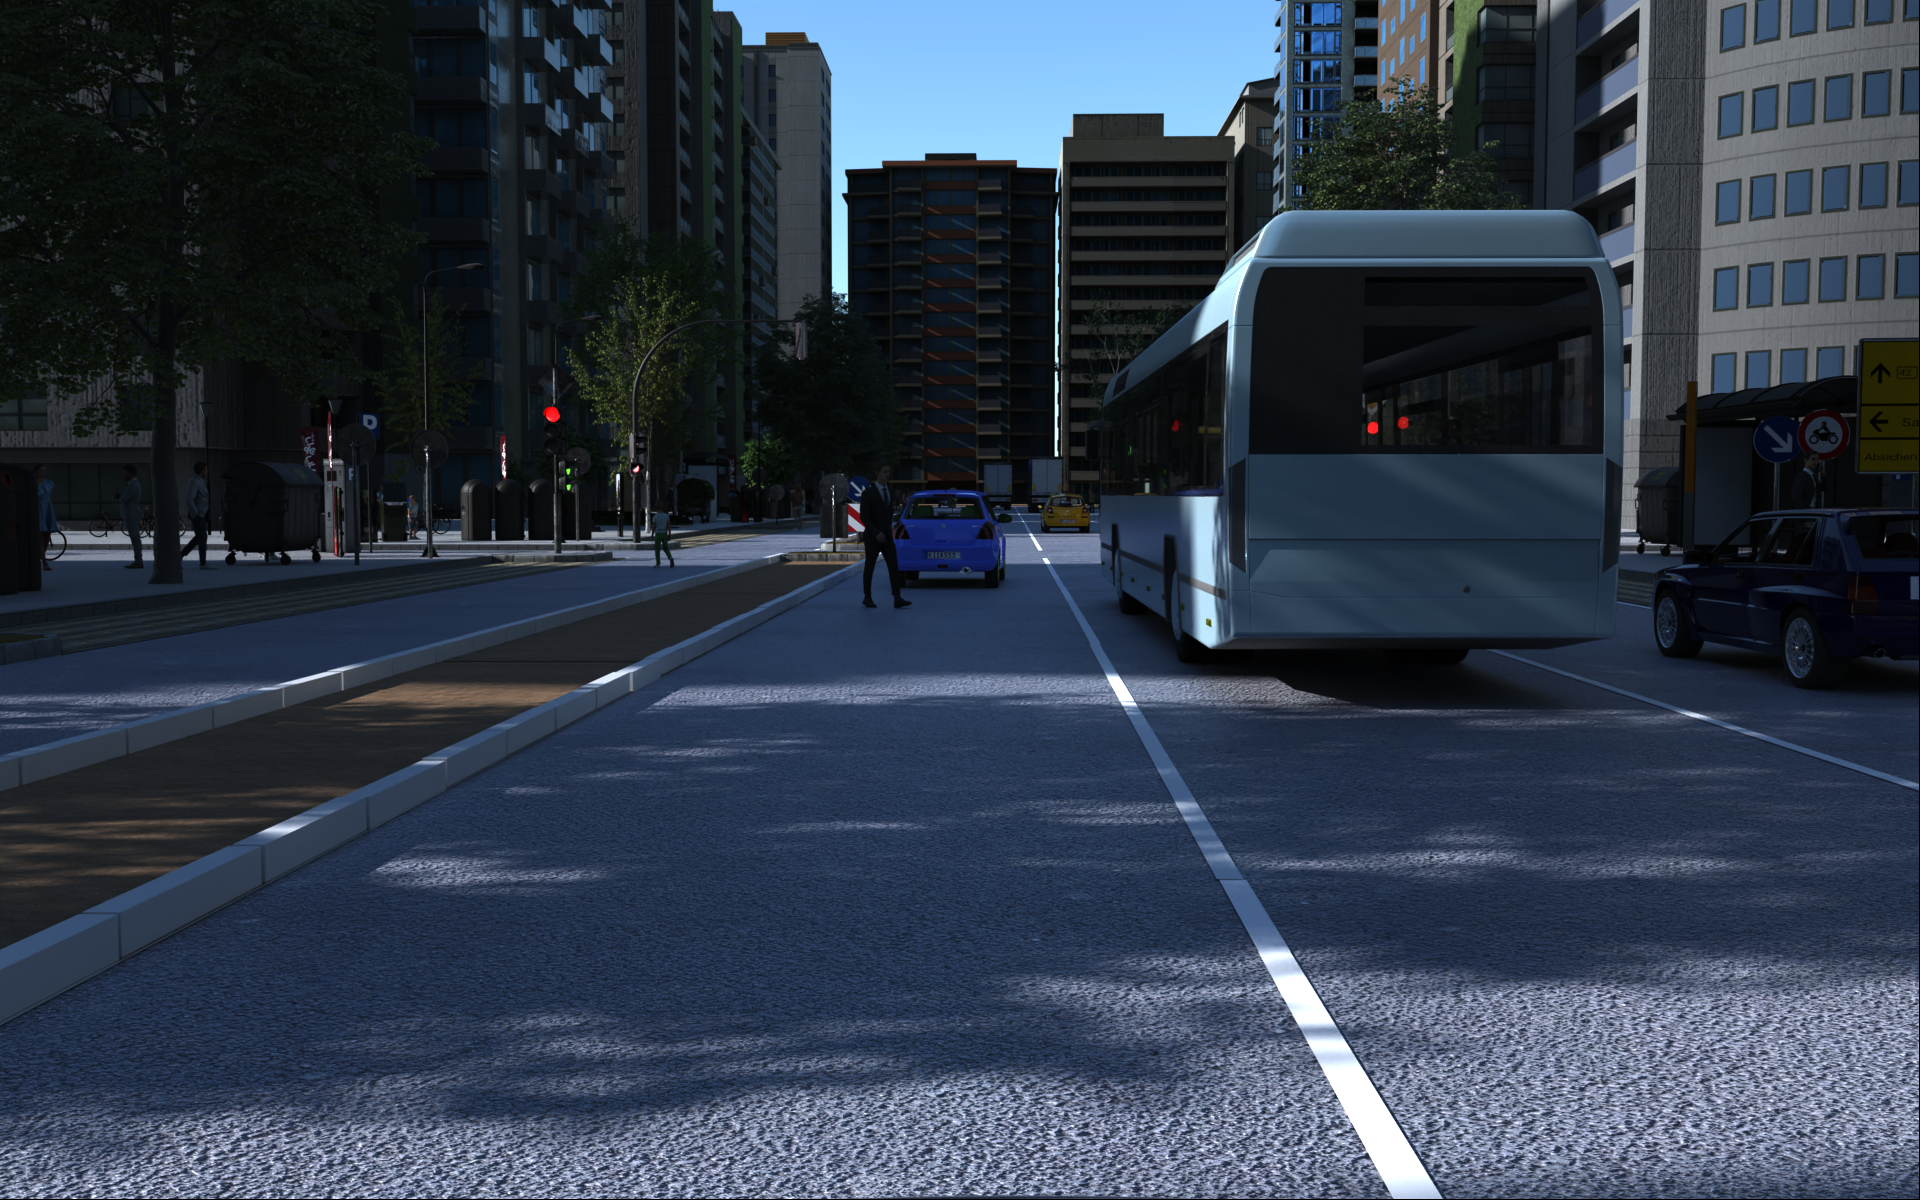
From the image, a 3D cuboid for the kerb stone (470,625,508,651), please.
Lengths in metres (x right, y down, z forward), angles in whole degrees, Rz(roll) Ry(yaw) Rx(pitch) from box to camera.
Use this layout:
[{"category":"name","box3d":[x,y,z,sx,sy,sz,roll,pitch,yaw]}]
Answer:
[{"category":"kerb stone","box3d":[-4.440,0.370,16.141,0.120,0.150,1.000,0,4,2]}]

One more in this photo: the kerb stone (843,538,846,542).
[{"category":"kerb stone","box3d":[-3.495,-1.728,50.444,0.120,0.150,1.000,0,4,2]}]

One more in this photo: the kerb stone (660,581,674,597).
[{"category":"kerb stone","box3d":[-4.210,-0.130,24.336,0.120,0.150,1.000,0,4,2]}]

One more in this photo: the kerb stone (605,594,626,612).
[{"category":"kerb stone","box3d":[-4.298,0.057,21.267,0.120,0.150,1.000,0,4,2]}]

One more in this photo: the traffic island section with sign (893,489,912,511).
[{"category":"traffic island section with sign","box3d":[-5.369,-8.506,147.693,1.989,1.847,2.006,0,4,2]}]

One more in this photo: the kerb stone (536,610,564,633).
[{"category":"kerb stone","box3d":[-4.380,0.245,18.195,0.120,0.150,1.000,0,4,2]}]

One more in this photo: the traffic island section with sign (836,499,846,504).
[{"category":"traffic island section with sign","box3d":[-6.719,-5.483,98.275,1.989,1.847,2.006,0,4,2]}]

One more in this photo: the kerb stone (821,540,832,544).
[{"category":"kerb stone","box3d":[-3.611,-1.478,46.355,0.120,0.150,1.000,0,4,2]}]

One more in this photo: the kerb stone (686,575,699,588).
[{"category":"kerb stone","box3d":[-4.161,-0.256,26.385,0.120,0.150,1.000,0,4,2]}]

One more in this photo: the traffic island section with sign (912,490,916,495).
[{"category":"traffic island section with sign","box3d":[-4.619,-10.186,175.172,1.989,1.847,2.006,0,4,2]}]

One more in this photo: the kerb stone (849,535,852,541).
[{"category":"kerb stone","box3d":[-3.444,-1.849,52.488,0.120,0.150,1.000,0,4,2]}]

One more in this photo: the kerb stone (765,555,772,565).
[{"category":"kerb stone","box3d":[-3.936,-0.757,34.597,0.120,0.150,1.000,0,4,2]}]

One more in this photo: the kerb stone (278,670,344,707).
[{"category":"kerb stone","box3d":[-4.547,0.627,12.033,0.120,0.150,1.000,0,4,2]}]

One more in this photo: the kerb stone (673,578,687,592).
[{"category":"kerb stone","box3d":[-4.183,-0.194,25.362,0.120,0.150,1.000,0,4,2]}]

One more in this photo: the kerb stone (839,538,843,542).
[{"category":"kerb stone","box3d":[-3.531,-1.663,49.422,0.120,0.150,1.000,0,4,2]}]

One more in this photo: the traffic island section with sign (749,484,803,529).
[{"category":"traffic island section with sign","box3d":[-7.474,-3.795,70.672,1.989,1.847,2.006,0,4,2]}]

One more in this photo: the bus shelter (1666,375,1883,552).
[{"category":"bus shelter","box3d":[15.216,-2.350,32.343,2.014,3.302,5.546,0,4,2]}]

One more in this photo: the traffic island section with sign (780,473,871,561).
[{"category":"traffic island section with sign","box3d":[-2.794,-1.798,37.538,2.006,1.907,1.989,0,4,2]}]

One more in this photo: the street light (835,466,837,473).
[{"category":"street light","box3d":[-7.957,-8.935,118.631,1.470,5.913,1.316,0,4,2]}]

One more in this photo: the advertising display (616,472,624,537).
[{"category":"advertising display","box3d":[-10.229,-2.869,52.115,0.123,1.923,0.974,-1,4,-18]}]

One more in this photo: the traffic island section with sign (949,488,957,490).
[{"category":"traffic island section with sign","box3d":[-0.535,-6.845,120.053,2.006,1.907,1.989,0,4,2]}]

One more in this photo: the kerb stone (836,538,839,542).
[{"category":"kerb stone","box3d":[-3.551,-1.603,48.400,0.120,0.150,1.000,0,4,2]}]

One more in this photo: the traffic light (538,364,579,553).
[{"category":"traffic light","box3d":[-8.675,-2.961,37.330,0.839,4.253,0.868,0,4,2]}]

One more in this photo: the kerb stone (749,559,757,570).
[{"category":"kerb stone","box3d":[-3.987,-0.630,32.550,0.120,0.150,1.000,0,4,2]}]

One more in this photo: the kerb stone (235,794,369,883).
[{"category":"kerb stone","box3d":[-2.589,0.939,6.842,0.120,0.150,1.000,0,4,2]}]

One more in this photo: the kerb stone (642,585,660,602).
[{"category":"kerb stone","box3d":[-4.239,-0.068,23.315,0.120,0.150,1.000,0,4,2]}]

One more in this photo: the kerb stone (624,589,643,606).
[{"category":"kerb stone","box3d":[-4.275,-0.006,22.289,0.120,0.150,1.000,0,4,2]}]

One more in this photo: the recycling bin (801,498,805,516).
[{"category":"recycling bin","box3d":[-9.771,-5.580,103.784,0.722,1.027,0.722,2,4,26]}]

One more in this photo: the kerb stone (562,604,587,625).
[{"category":"kerb stone","box3d":[-4.353,0.182,19.217,0.120,0.150,1.000,0,4,2]}]

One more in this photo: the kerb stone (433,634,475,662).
[{"category":"kerb stone","box3d":[-4.465,0.435,15.115,0.120,0.150,1.000,0,4,2]}]

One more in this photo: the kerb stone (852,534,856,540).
[{"category":"kerb stone","box3d":[-3.406,-1.915,53.509,0.120,0.150,1.000,0,4,2]}]

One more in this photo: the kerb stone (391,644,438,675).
[{"category":"kerb stone","box3d":[-4.493,0.498,14.091,0.120,0.150,1.000,0,4,2]}]

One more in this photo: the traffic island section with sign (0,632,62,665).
[{"category":"traffic island section with sign","box3d":[-9.003,-0.387,14.949,1.989,1.847,2.006,0,4,2]}]

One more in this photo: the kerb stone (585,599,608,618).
[{"category":"kerb stone","box3d":[-4.323,0.123,20.238,0.120,0.150,1.000,0,4,2]}]

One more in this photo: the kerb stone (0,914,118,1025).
[{"category":"kerb stone","box3d":[-2.643,1.064,4.792,0.120,0.150,1.000,0,4,2]}]

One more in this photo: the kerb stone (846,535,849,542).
[{"category":"kerb stone","box3d":[-3.468,-1.790,51.466,0.120,0.150,1.000,0,4,2]}]

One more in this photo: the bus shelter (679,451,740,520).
[{"category":"bus shelter","box3d":[-12.051,-5.497,83.805,2.014,3.302,5.546,0,4,2]}]

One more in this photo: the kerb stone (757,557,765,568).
[{"category":"kerb stone","box3d":[-3.957,-0.696,33.571,0.120,0.150,1.000,0,4,2]}]

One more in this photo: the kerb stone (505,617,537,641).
[{"category":"kerb stone","box3d":[-4.412,0.307,17.171,0.120,0.150,1.000,0,4,2]}]

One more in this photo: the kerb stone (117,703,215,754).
[{"category":"kerb stone","box3d":[-4.599,0.747,9.986,0.120,0.150,1.000,0,4,2]}]

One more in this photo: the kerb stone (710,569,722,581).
[{"category":"kerb stone","box3d":[-4.100,-0.383,28.457,0.120,0.150,1.000,0,4,2]}]

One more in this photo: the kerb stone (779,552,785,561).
[{"category":"kerb stone","box3d":[-3.876,-0.882,36.640,0.120,0.150,1.000,0,4,2]}]

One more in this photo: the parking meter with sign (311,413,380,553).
[{"category":"parking meter with sign","box3d":[-13.494,-2.543,37.837,1.738,3.016,0.543,2,4,28]}]

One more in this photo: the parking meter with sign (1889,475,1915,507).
[{"category":"parking meter with sign","box3d":[18.830,-2.348,34.655,0.543,3.016,1.738,2,4,31]}]

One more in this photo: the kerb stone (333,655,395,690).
[{"category":"kerb stone","box3d":[-4.515,0.559,13.054,0.120,0.150,1.000,0,4,2]}]

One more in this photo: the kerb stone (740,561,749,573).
[{"category":"kerb stone","box3d":[-4.015,-0.570,31.522,0.120,0.150,1.000,0,4,2]}]

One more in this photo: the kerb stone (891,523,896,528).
[{"category":"kerb stone","box3d":[-2.828,-3.231,75.029,0.120,0.150,1.000,0,4,2]}]

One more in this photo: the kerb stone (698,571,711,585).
[{"category":"kerb stone","box3d":[-4.122,-0.318,27.429,0.120,0.150,1.000,0,4,2]}]

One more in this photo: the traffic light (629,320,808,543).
[{"category":"traffic light","box3d":[-6.363,-4.319,45.290,4.771,5.953,1.251,0,4,2]}]

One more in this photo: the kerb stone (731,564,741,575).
[{"category":"kerb stone","box3d":[-4.046,-0.507,30.501,0.120,0.150,1.000,0,4,2]}]

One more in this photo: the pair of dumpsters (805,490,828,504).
[{"category":"pair of dumpsters","box3d":[-9.681,-7.020,117.275,1.574,2.255,4.437,0,4,1]}]

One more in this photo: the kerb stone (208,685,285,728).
[{"category":"kerb stone","box3d":[-4.573,0.689,11.008,0.120,0.150,1.000,0,4,2]}]

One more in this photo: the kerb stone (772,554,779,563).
[{"category":"kerb stone","box3d":[-3.899,-0.821,35.618,0.120,0.150,1.000,0,4,2]}]

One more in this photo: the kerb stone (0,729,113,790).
[{"category":"kerb stone","box3d":[-4.629,0.809,8.965,0.120,0.150,1.000,0,4,2]}]

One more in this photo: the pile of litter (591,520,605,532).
[{"category":"pile of litter","box3d":[-12.976,-2.745,58.846,1.719,0.858,1.176,0,4,7]}]

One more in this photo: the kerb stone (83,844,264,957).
[{"category":"kerb stone","box3d":[-2.619,1.002,5.814,0.120,0.150,1.000,0,4,2]}]

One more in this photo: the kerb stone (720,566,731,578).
[{"category":"kerb stone","box3d":[-4.077,-0.445,29.479,0.120,0.150,1.000,0,4,2]}]
